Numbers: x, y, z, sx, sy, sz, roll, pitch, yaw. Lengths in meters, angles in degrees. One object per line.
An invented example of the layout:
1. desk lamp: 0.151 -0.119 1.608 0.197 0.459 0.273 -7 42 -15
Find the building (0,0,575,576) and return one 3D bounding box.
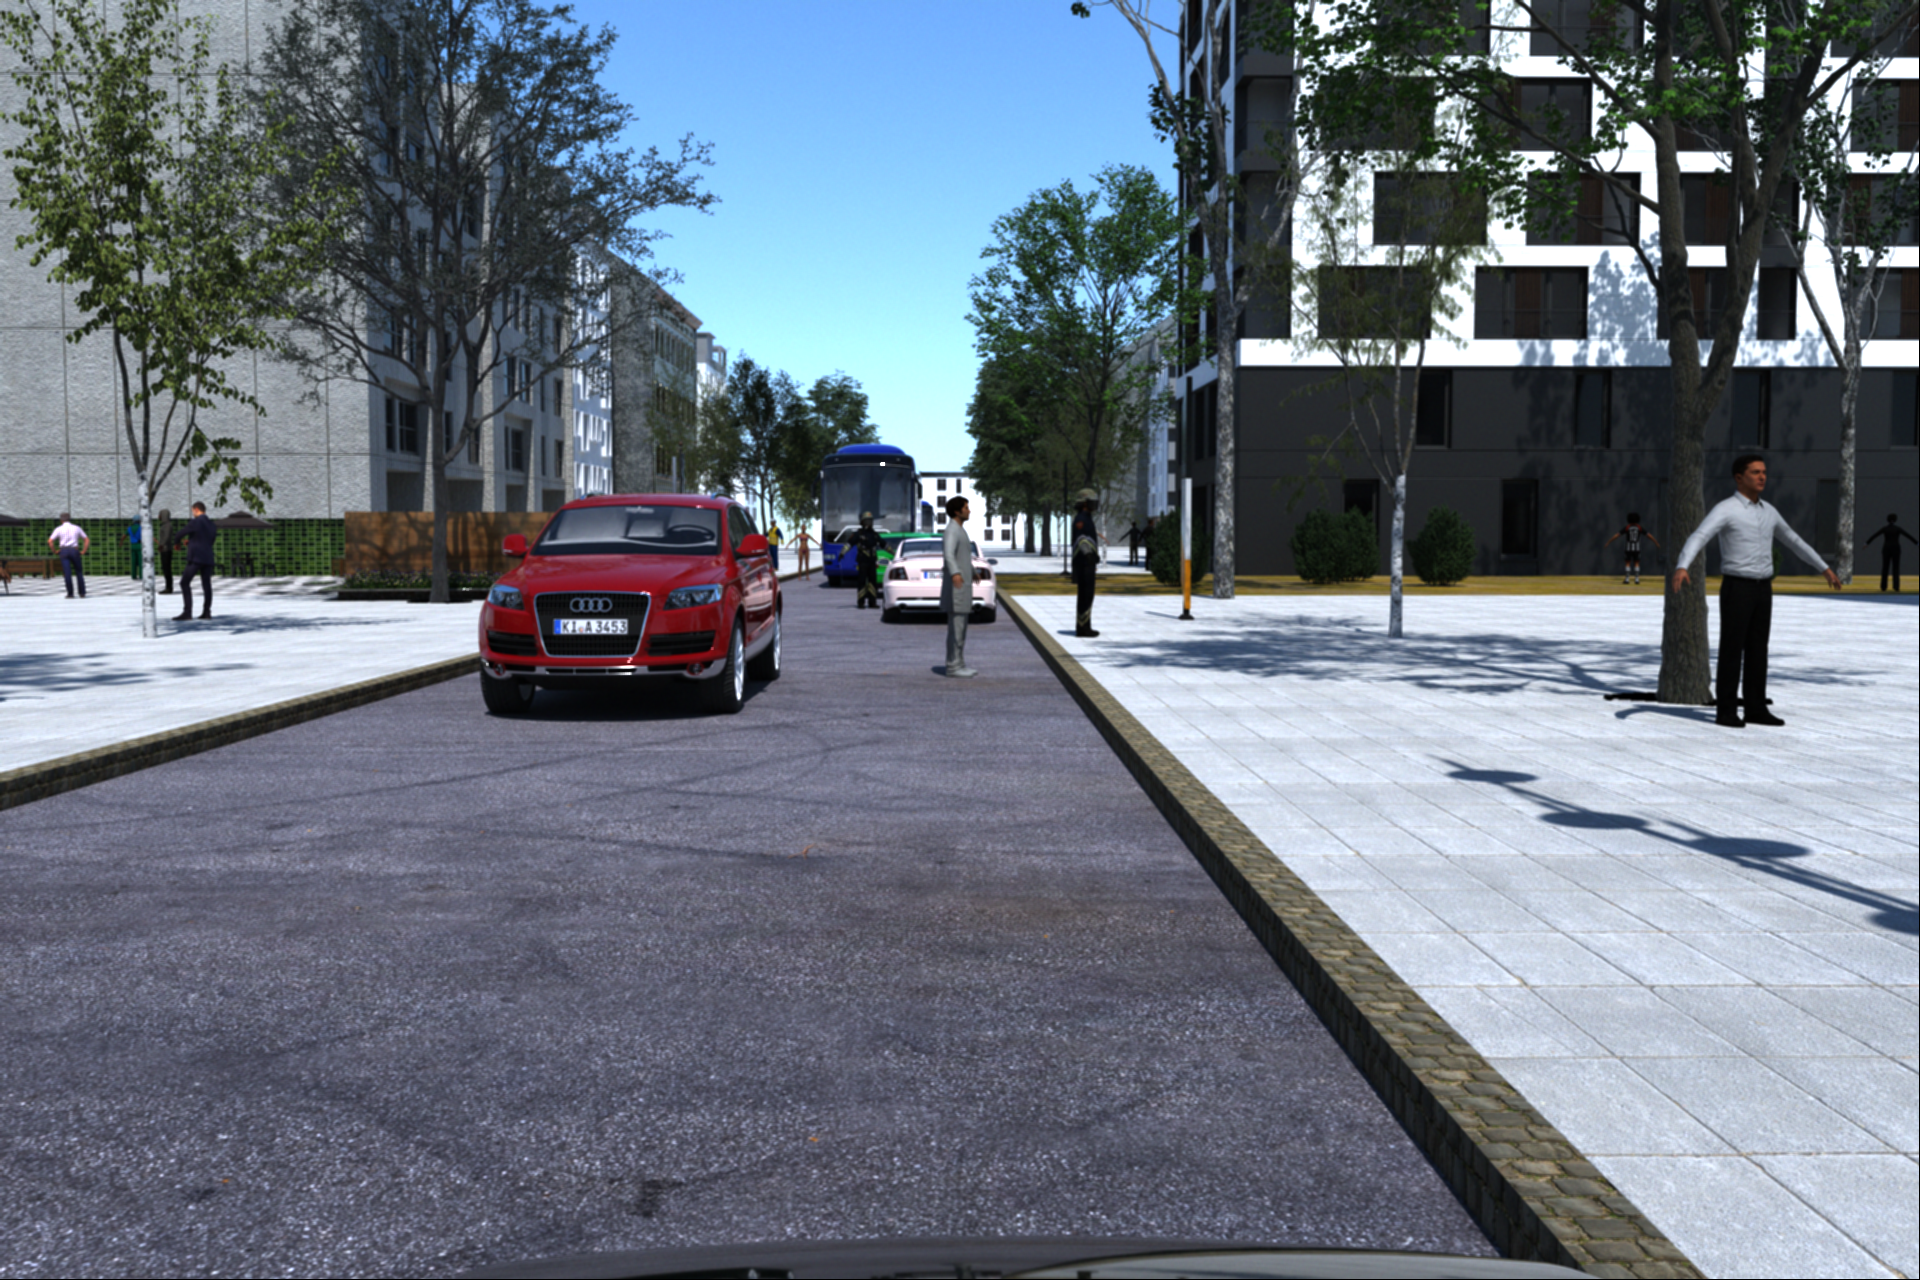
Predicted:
1. building: -26.789 -12.336 68.145 16.747 18.905 31.486 0 4 -1

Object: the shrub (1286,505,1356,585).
1. shrub: 9.175 -2.422 44.015 1.690 2.028 1.600 0 3 0

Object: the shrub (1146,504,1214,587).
1. shrub: 5.316 -2.296 41.963 1.690 2.028 1.600 0 3 0

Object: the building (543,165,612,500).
1. building: -25.556 -14.301 90.244 16.016 20.090 11.380 0 4 -1

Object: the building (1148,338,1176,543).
1. building: 23.211 -18.875 165.031 16.016 20.090 11.380 0 3 0

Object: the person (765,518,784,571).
1. person: -6.506 -3.316 60.183 0.705 1.833 1.349 -3 5 -43

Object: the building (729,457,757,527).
1. building: -28.031 -15.873 201.674 9.099 9.664 28.070 0 4 -1

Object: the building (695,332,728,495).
1. building: -28.470 -18.766 163.251 16.016 20.090 11.380 0 4 0

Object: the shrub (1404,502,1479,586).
1. shrub: 11.849 -2.358 42.597 1.661 2.075 1.752 0 3 0

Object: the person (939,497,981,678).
1. person: 0.006 -0.538 17.434 0.705 1.806 1.347 1 4 8

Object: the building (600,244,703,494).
1. building: -28.060 -17.369 114.904 19.493 23.208 18.063 0 4 0

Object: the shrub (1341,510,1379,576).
1. shrub: 11.702 -2.899 51.825 1.690 2.028 1.600 0 3 0

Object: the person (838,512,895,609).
1. person: -1.771 -1.531 33.265 1.354 1.856 0.705 -2 4 -32

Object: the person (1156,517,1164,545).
1. person: 6.787 -3.228 58.551 0.705 1.858 1.354 1 4 11

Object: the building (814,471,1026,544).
1. building: -5.086 -17.512 230.930 28.070 9.664 9.099 0 4 3

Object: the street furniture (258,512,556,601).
1. street furniture: -9.066 -1.782 35.988 11.010 1.723 9.812 -1 4 -13

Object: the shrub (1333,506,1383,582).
1. shrub: 10.543 -2.599 46.527 1.661 2.075 1.752 0 3 0

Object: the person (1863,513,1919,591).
1. person: 20.914 -1.965 38.856 1.216 1.740 0.721 3 5 41

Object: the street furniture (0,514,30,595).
1. street furniture: -33.581 -1.906 36.199 27.439 1.986 14.083 2 4 26

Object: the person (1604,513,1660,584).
1. person: 17.260 -2.343 44.459 1.345 1.843 0.704 1 4 13

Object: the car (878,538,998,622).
1. car: -0.368 -1.049 29.515 2.083 1.381 4.827 0 4 -1

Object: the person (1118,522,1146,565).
1. person: 7.226 -4.027 72.105 1.348 1.796 0.705 -2 4 -23

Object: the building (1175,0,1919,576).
1. building: 22.192 -13.761 68.973 27.936 21.610 32.646 0 4 -1

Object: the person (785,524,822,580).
1. person: -4.817 -2.709 53.545 1.217 1.733 0.721 -1 4 -16

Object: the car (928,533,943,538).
1. car: -1.347 -4.290 78.943 1.959 1.807 4.718 0 4 -1

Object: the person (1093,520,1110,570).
1. person: 4.621 -3.375 61.041 1.347 1.847 0.705 2 4 30

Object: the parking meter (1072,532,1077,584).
1. parking meter: 3.056 -2.205 44.464 0.372 1.533 0.369 0 3 0

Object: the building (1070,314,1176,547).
1. building: 21.330 -21.145 176.652 19.493 23.208 18.063 0 4 -1

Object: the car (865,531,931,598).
1. car: -1.305 -1.921 40.207 1.959 1.807 4.718 0 4 -2

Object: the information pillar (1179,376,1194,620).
1. information pillar: 3.394 -2.116 25.957 0.183 3.616 0.504 0 4 -1

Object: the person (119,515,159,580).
1. person: -22.825 -2.570 48.143 1.347 1.817 0.704 1 4 13

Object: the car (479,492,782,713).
1. car: -2.783 -0.420 15.535 2.281 1.827 5.304 0 4 0

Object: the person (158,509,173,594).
1. person: -17.011 -1.891 37.044 0.705 1.813 1.348 -2 4 -23

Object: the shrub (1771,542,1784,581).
1. shrub: 21.274 -2.126 45.885 1.383 1.207 1.383 0 3 0

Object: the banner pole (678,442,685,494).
1. banner pole: -7.560 -3.500 47.243 0.401 3.779 0.863 0 4 1

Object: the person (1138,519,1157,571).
1. person: 6.643 -3.304 60.237 0.704 1.802 1.346 -3 5 -40
